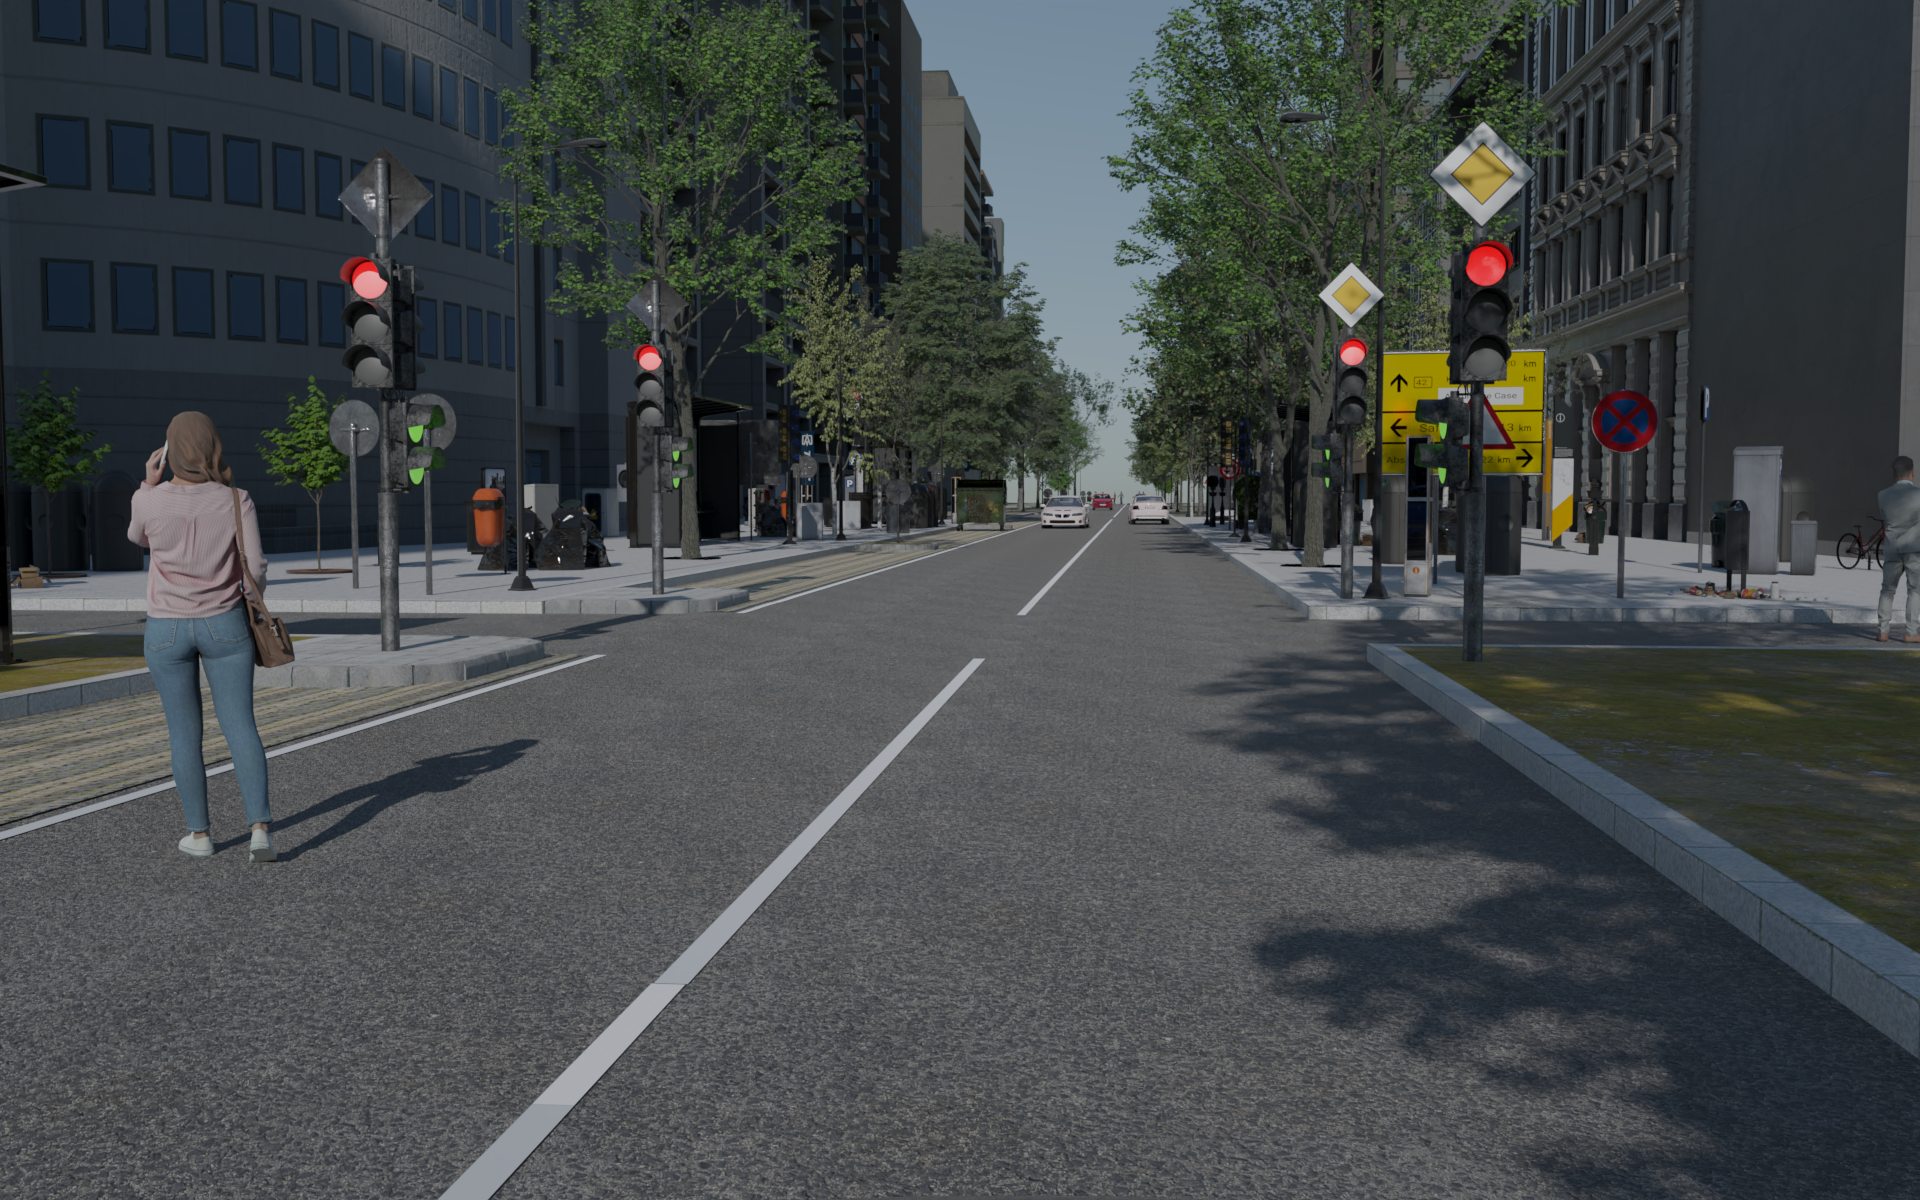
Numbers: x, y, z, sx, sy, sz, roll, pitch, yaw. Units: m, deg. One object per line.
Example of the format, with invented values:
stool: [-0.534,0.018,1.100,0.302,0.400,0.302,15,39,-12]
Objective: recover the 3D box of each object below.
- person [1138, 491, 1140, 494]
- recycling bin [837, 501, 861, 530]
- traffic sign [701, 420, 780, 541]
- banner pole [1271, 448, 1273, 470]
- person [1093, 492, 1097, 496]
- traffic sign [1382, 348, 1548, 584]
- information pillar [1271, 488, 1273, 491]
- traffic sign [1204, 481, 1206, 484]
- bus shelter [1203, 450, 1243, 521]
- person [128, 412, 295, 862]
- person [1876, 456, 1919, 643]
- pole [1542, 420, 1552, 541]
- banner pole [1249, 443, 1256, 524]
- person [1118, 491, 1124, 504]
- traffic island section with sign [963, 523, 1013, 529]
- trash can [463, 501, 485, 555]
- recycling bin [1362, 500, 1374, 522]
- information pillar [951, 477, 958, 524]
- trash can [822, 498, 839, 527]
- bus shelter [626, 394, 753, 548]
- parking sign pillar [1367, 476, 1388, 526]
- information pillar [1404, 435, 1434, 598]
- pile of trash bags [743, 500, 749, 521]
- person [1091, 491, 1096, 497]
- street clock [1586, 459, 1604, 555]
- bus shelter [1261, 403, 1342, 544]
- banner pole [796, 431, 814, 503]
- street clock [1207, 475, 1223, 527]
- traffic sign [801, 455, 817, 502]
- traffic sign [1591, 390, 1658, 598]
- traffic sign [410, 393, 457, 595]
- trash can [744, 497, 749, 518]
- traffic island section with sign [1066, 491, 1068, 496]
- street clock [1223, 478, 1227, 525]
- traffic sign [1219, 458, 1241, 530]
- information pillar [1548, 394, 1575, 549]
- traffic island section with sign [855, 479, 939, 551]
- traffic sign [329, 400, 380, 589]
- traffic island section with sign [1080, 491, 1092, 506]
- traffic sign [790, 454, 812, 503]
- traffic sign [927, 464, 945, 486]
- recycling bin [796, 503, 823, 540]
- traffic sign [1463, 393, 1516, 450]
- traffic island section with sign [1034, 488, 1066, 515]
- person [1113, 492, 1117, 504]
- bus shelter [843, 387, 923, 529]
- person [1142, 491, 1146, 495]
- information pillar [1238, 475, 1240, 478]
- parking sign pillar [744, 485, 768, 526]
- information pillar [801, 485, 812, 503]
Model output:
person: [23.881,-13.596,230.878,1.350,1.814,0.705,0,4,1]
recycling bin: [-4.044,-3.038,62.227,0.722,1.027,0.722,-2,4,-33]
traffic sign: [-6.067,-3.288,47.632,2.265,3.308,0.079,0,4,6]
banner pole: [14.553,-5.580,81.249,0.863,3.779,0.401,-1,4,-8]
person: [18.738,-13.986,237.990,1.217,1.723,0.721,-2,4,-29]
traffic sign: [7.077,-1.872,24.479,2.265,3.308,0.079,1,4,13]
information pillar: [11.725,-3.673,64.545,0.304,2.012,0.304,3,4,36]
traffic sign: [13.086,-5.492,89.803,0.884,2.594,0.081,1,4,12]
bus shelter: [12.181,-5.224,79.335,2.014,3.302,5.546,0,4,6]
person: [-2.914,0.142,6.770,0.593,1.750,0.643,-2,4,-25]
person: [9.173,-0.495,16.780,0.511,1.800,0.466,3,4,36]
pole: [16.097,-3.282,47.497,0.158,3.312,0.155,0,3,0]
banner pole: [12.450,-5.147,74.165,0.401,3.779,0.863,-2,4,-33]
person: [22.302,-14.139,239.755,0.705,1.814,1.350,-2,4,-34]
traffic island section with sign: [1.162,-3.861,71.752,1.989,1.847,2.006,0,4,6]
trash can: [-10.137,-1.532,36.696,0.748,1.137,0.748,0,3,0]
recycling bin: [18.928,-4.086,79.353,0.722,1.027,0.722,-1,4,-20]
information pillar: [-0.172,-4.312,74.988,0.304,2.012,0.304,-3,4,-38]
trash can: [-4.980,-3.387,67.038,0.748,1.137,0.748,0,3,0]
bus shelter: [-6.779,-3.225,44.011,1.731,3.624,6.357,0,4,6]
parking sign pillar: [17.362,-5.024,70.615,1.447,3.967,1.447,2,4,34]
information pillar: [5.716,-1.045,21.576,0.304,2.012,0.304,2,4,24]
pile of trash bags: [-9.099,-4.064,76.199,3.447,1.369,1.912,1,4,20]
person: [15.924,-12.031,205.741,0.750,1.759,0.617,0,4,-1]
street clock: [13.288,-1.938,36.264,0.358,2.002,0.471,2,4,26]
bus shelter: [9.350,-3.443,47.581,1.731,3.624,6.357,0,4,6]
banner pole: [-5.496,-4.321,60.664,0.863,3.779,0.401,1,4,11]
street clock: [9.816,-3.832,67.228,0.358,2.002,0.471,-2,4,-26]
traffic sign: [-5.068,-3.478,56.969,0.768,2.556,0.104,1,4,13]
traffic sign: [8.131,-1.293,21.251,0.768,2.556,0.104,1,4,15]
traffic sign: [-6.742,-1.335,21.932,0.768,2.556,0.104,1,4,8]
trash can: [-10.908,-4.798,90.096,0.748,1.137,0.748,0,3,0]
traffic island section with sign: [8.961,-8.556,148.514,1.989,1.847,2.006,0,4,6]
street clock: [10.987,-4.156,72.522,0.358,2.002,0.471,1,4,17]
traffic sign: [9.602,-3.761,61.604,0.768,2.556,0.104,1,4,13]
information pillar: [14.087,-3.007,40.518,0.504,3.616,0.183,0,4,-1]
traffic island section with sign: [-1.590,-2.200,44.601,1.989,1.847,2.006,0,4,6]
traffic sign: [-8.197,-1.426,23.423,0.768,2.556,0.104,1,4,13]
traffic island section with sign: [17.301,-13.579,230.639,1.989,1.847,2.006,0,4,6]
traffic sign: [-5.216,-3.430,56.079,0.884,2.594,0.081,1,4,9]
traffic sign: [-1.041,-4.517,73.954,0.768,2.556,0.104,1,4,12]
recycling bin: [-4.242,-2.217,48.810,0.722,1.027,0.722,-1,4,-9]
traffic sign: [6.220,-1.276,20.860,0.884,2.594,0.081,0,4,6]
traffic island section with sign: [6.236,-6.916,121.697,1.989,1.847,2.006,0,4,6]
person: [22.233,-14.572,247.277,0.750,1.759,0.617,3,5,40]
bus shelter: [-3.049,-5.506,67.648,2.179,5.291,8.768,0,4,6]
person: [25.179,-14.022,237.891,1.348,1.807,0.705,-1,4,-9]
information pillar: [10.783,-3.760,65.964,0.304,2.012,0.304,3,4,38]
parking sign pillar: [-7.985,-4.977,69.852,1.447,3.967,1.447,-1,4,-10]
information pillar: [-5.762,-3.711,65.163,0.304,2.012,0.304,2,4,31]
